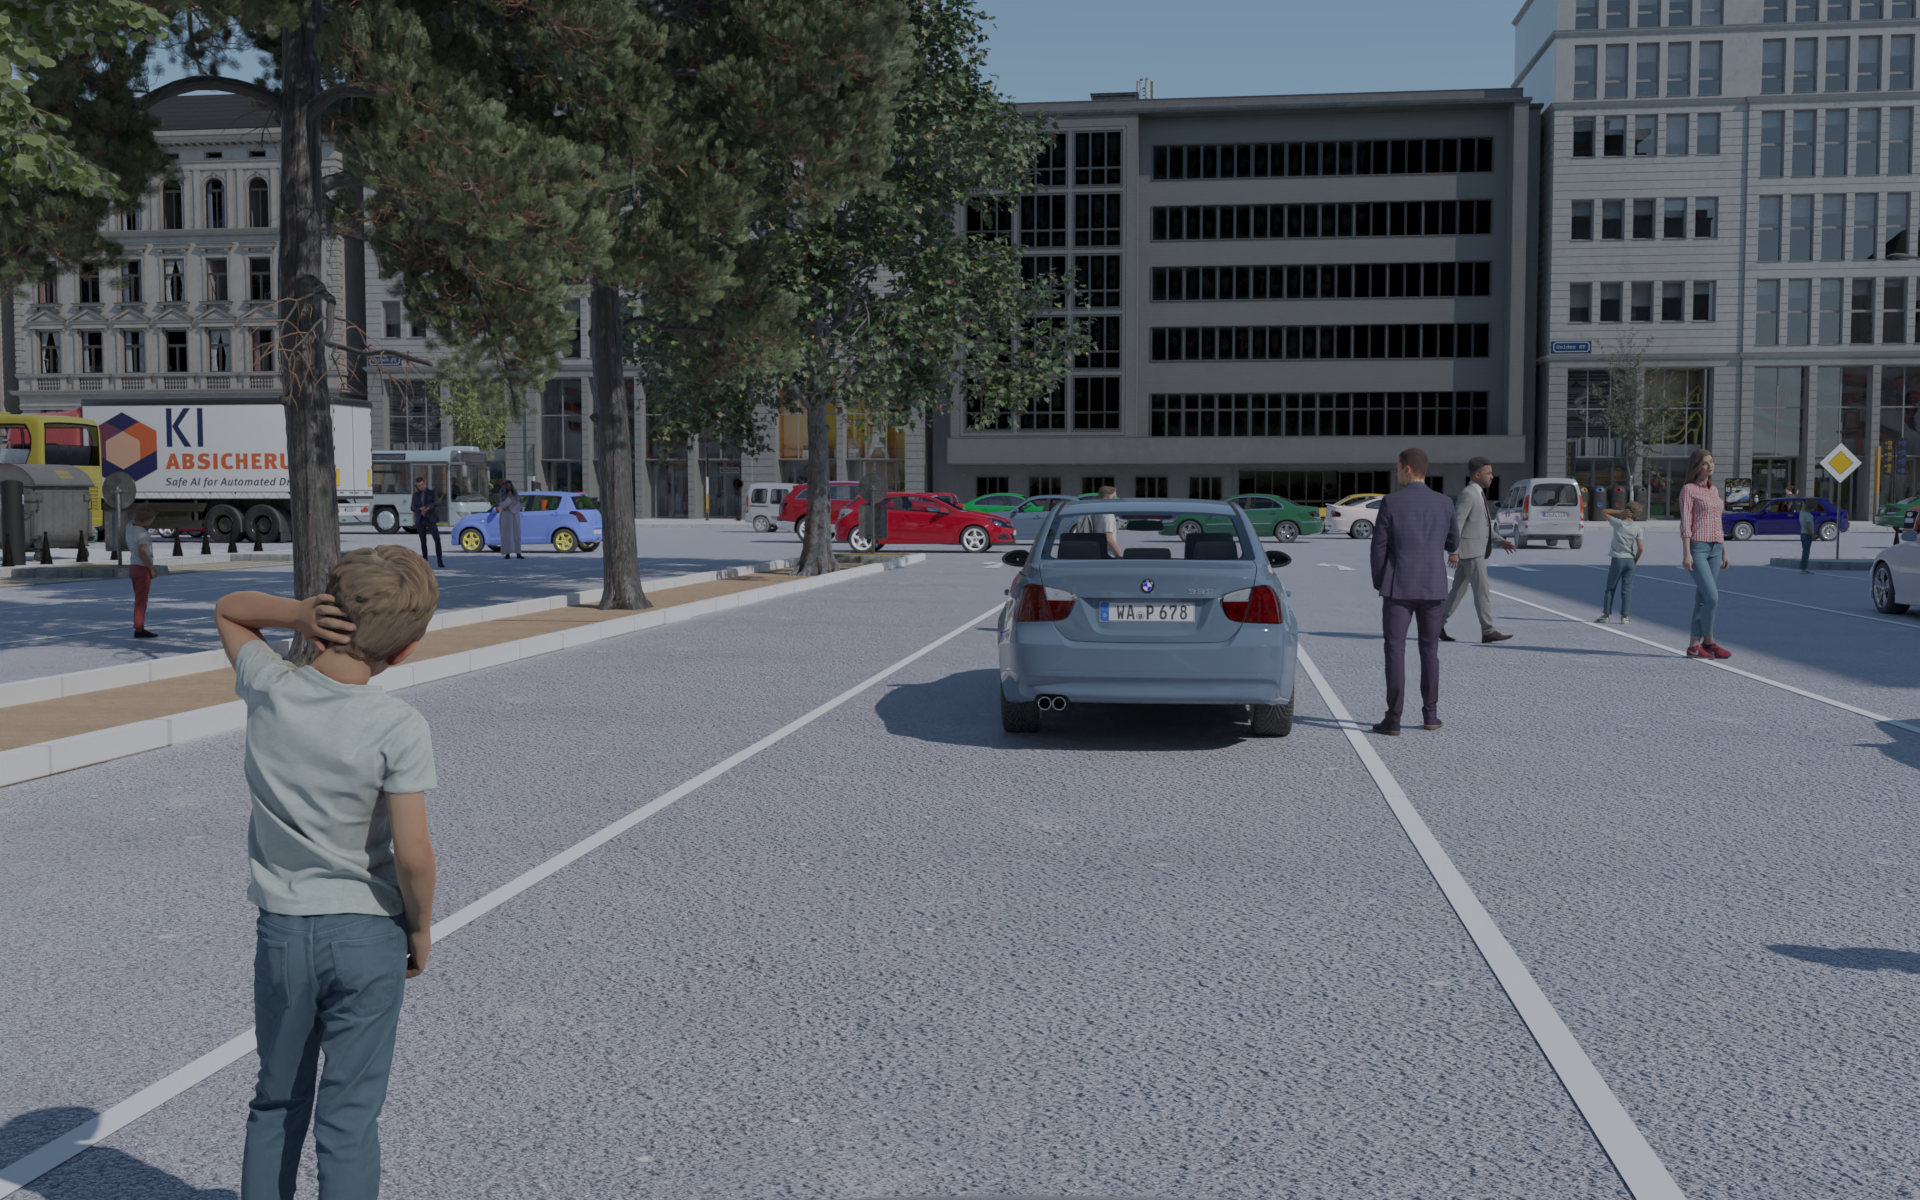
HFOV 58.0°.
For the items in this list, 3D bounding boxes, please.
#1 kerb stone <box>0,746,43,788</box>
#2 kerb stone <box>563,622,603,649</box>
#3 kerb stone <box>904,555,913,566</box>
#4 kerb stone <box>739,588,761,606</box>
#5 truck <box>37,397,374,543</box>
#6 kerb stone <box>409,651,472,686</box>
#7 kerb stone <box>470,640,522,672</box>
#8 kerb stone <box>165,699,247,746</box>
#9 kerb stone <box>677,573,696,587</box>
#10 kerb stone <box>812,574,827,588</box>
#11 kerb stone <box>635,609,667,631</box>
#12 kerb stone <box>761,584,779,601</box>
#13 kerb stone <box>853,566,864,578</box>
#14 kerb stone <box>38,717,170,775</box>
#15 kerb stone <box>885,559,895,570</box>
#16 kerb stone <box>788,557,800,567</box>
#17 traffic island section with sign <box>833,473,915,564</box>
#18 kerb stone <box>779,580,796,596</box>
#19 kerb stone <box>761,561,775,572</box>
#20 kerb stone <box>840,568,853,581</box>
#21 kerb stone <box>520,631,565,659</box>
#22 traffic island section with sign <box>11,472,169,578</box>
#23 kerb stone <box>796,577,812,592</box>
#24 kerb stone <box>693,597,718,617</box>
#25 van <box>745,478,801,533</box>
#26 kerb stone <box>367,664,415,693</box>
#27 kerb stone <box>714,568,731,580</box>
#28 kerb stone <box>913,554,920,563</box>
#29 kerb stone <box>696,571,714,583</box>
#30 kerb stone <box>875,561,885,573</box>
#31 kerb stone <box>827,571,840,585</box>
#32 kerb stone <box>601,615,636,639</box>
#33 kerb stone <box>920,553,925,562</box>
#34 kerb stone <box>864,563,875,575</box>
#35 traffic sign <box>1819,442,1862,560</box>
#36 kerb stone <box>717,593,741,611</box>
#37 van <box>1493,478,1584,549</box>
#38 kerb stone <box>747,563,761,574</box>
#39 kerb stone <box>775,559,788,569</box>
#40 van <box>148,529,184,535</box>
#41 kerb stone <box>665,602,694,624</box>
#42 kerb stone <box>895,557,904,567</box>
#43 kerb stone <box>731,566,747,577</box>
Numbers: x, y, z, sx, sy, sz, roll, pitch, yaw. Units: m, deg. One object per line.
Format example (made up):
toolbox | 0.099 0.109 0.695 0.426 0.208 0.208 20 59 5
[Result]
kerb stone | -4.756 0.849 8.314 0.120 0.150 1.000 0 4 8
kerb stone | -3.648 0.350 16.479 0.120 0.150 1.000 0 4 8
kerb stone | -1.147 -0.776 34.884 0.120 0.150 1.000 0 4 8
kerb stone | -2.816 -0.026 22.615 0.120 0.150 1.000 0 4 8
truck | -23.392 -3.847 51.816 11.283 4.237 2.839 1 4 8
kerb stone | -4.066 0.536 13.424 0.120 0.150 1.000 0 4 8
kerb stone | -3.926 0.474 14.442 0.120 0.150 1.000 0 4 8
kerb stone | -4.476 0.724 10.359 0.120 0.150 1.000 0 4 8
kerb stone | -4.348 -0.285 26.970 0.120 0.150 1.000 0 4 8
kerb stone | -2.259 -0.270 26.718 0.120 0.150 1.000 0 4 8
kerb stone | -3.374 0.225 18.522 0.120 0.150 1.000 0 4 8
kerb stone | -2.679 -0.088 23.638 0.120 0.150 1.000 0 4 8
kerb stone | -1.843 -0.460 29.783 0.120 0.150 1.000 0 4 8
kerb stone | -4.621 0.787 9.333 0.120 0.150 1.000 0 4 8
kerb stone | -1.427 -0.651 32.846 0.120 0.150 1.000 0 4 8
kerb stone | -3.381 -0.728 34.126 0.120 0.150 1.000 0 4 8
traffic island section with sign | -1.960 -1.745 36.667 2.006 1.907 1.989 0 4 8
kerb stone | -2.540 -0.151 24.668 0.120 0.150 1.000 0 4 8
kerb stone | -3.646 -0.604 32.075 0.120 0.150 1.000 0 4 8
kerb stone | -1.983 -0.402 28.763 0.120 0.150 1.000 0 4 8
kerb stone | -3.790 0.412 15.461 0.120 0.150 1.000 0 4 8
traffic island section with sign | -15.060 -1.326 30.305 1.989 1.847 2.006 0 4 8
kerb stone | -2.396 -0.212 25.685 0.120 0.150 1.000 0 4 8
kerb stone | -3.098 0.099 20.576 0.120 0.150 1.000 0 4 8
van | -5.925 -3.527 64.686 4.112 2.044 2.013 1 4 9
kerb stone | -4.202 0.600 12.404 0.120 0.150 1.000 0 4 8
kerb stone | -4.064 -0.411 29.017 0.120 0.150 1.000 0 4 8
kerb stone | -1.011 -0.839 35.912 0.120 0.150 1.000 0 4 8
kerb stone | -4.213 -0.354 27.988 0.120 0.150 1.000 0 4 8
kerb stone | -1.567 -0.588 31.822 0.120 0.150 1.000 0 4 8
kerb stone | -2.118 -0.338 27.735 0.120 0.150 1.000 0 4 8
kerb stone | -3.514 0.287 17.504 0.120 0.150 1.000 0 4 8
kerb stone | -0.875 -0.900 36.932 0.120 0.150 1.000 0 4 8
kerb stone | -1.703 -0.526 30.803 0.120 0.150 1.000 0 4 8
traffic sign | 17.134 -1.843 33.770 0.795 2.450 0.064 0 4 8
kerb stone | -2.957 0.037 21.593 0.120 0.150 1.000 0 4 8
van | 15.528 -2.421 46.595 2.013 2.044 4.112 0 4 6
kerb stone | -3.794 -0.537 31.054 0.120 0.150 1.000 0 4 8
kerb stone | -3.514 -0.667 33.107 0.120 0.150 1.000 0 4 8
van | -26.707 -3.282 60.667 4.112 2.044 2.013 1 4 10
kerb stone | -3.231 0.161 19.556 0.120 0.150 1.000 0 4 8
kerb stone | -1.291 -0.707 33.865 0.120 0.150 1.000 0 4 8
kerb stone | -3.926 -0.473 30.035 0.120 0.150 1.000 0 4 8
